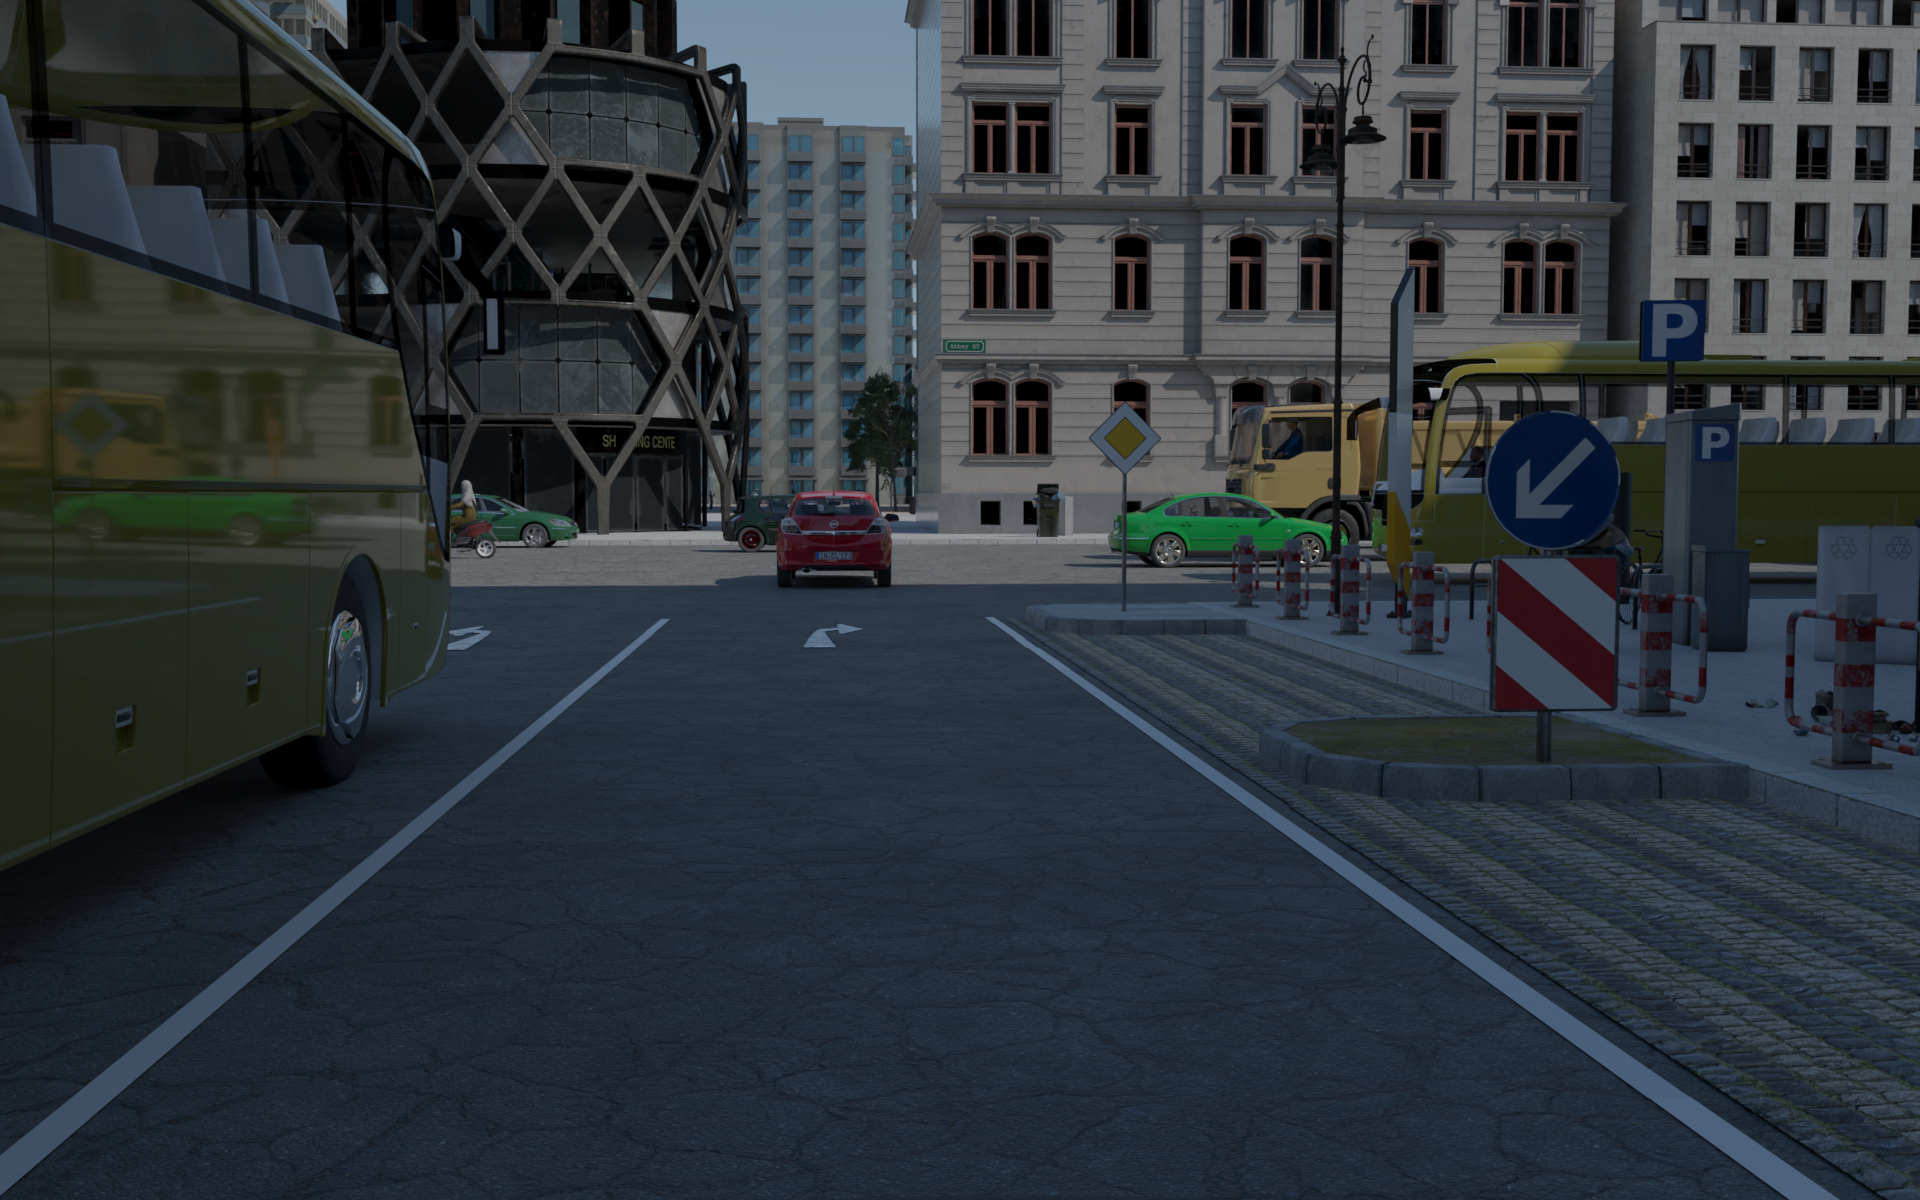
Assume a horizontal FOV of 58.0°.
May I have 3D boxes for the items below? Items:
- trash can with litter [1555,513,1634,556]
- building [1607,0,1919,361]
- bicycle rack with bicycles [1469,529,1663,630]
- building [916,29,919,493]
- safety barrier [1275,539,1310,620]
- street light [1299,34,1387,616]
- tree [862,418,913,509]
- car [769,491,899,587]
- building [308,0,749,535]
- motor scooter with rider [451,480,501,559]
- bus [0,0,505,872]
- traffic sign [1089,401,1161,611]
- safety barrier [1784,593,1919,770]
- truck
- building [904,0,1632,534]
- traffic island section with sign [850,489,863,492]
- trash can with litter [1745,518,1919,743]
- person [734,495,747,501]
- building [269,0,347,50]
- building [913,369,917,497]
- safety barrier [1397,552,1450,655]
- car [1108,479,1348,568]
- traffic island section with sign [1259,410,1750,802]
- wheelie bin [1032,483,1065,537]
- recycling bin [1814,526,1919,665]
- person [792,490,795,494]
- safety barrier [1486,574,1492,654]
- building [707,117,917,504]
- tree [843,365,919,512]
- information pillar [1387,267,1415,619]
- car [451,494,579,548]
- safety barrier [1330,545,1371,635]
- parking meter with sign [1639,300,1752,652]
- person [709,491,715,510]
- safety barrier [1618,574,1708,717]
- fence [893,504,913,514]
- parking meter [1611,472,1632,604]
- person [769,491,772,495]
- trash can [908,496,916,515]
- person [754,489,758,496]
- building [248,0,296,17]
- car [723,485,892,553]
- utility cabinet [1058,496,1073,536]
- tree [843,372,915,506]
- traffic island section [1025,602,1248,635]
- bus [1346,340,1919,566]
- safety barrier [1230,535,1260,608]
[{"bbox_3d":[4.832,-0.152,13.868,1.055,1.170,0.624,-2,4,-35],"label":"trash can with litter"},{"bbox_3d":[30.291,-12.661,61.766,16.860,20.320,10.420,0,4,-5],"label":"building"},{"bbox_3d":[6.685,-0.259,17.615,2.925,0.926,2.852,-3,5,-40],"label":"bicycle rack with bicycles"},{"bbox_3d":[6.425,-37.796,159.971,21.231,58.520,28.212,0,4,-5],"label":"building"},{"bbox_3d":[3.397,-0.210,17.706,0.300,0.817,1.120,0,4,-5],"label":"safety barrier"},{"bbox_3d":[3.951,-2.770,18.071,0.468,5.910,1.993,0,4,-5],"label":"street light"},{"bbox_3d":[-6.106,-12.027,147.008,4.737,8.622,4.395,0,3,0],"label":"tree"},{"bbox_3d":[-2.046,-1.171,28.189,2.155,1.783,4.494,0,4,-4],"label":"car"},{"bbox_3d":[-15.927,-11.867,61.480,16.811,18.784,16.820,0,4,-5],"label":"building"},{"bbox_3d":[-11.204,-1.804,38.465,1.986,1.779,0.876,0,4,-3],"label":"motor scooter with rider"},{"bbox_3d":[-4.003,-0.837,5.231,2.896,3.916,12.252,0,4,-4],"label":"bus"},{"bbox_3d":[1.790,-0.932,18.881,0.795,2.450,0.064,0,4,-5],"label":"traffic sign"},{"bbox_3d":[4.194,0.376,8.123,0.300,0.817,1.120,0,4,-5],"label":"safety barrier"},{"bbox_3d":[9.912,-2.558,37.744,9.791,3.379,3.469,0,4,-3],"label":"truck"},{"bbox_3d":[9.880,-16.789,61.889,23.554,28.519,14.401,0,4,-5],"label":"building"},{"bbox_3d":[-10.617,-9.777,168.485,1.989,1.847,2.006,0,4,-5],"label":"traffic island section with sign"},{"bbox_3d":[5.233,0.100,9.415,1.678,1.210,2.233,-1,4,-10],"label":"trash can with litter"},{"bbox_3d":[-16.899,-7.712,134.599,1.348,1.822,0.705,1,4,9],"label":"person"},{"bbox_3d":[-55.629,-28.212,153.140,23.993,40.220,32.217,0,4,-5],"label":"building"},{"bbox_3d":[9.001,-23.481,228.957,28.899,21.520,27.650,0,4,-5],"label":"building"},{"bbox_3d":[3.710,0.024,13.885,0.300,0.817,1.120,0,4,-5],"label":"safety barrier"},{"bbox_3d":[5.316,-1.566,34.403,4.718,1.807,1.959,0,4,-4],"label":"car"},{"bbox_3d":[2.642,-0.021,8.976,1.989,1.847,2.006,0,4,-5],"label":"traffic island section with sign"},{"bbox_3d":[2.655,-2.673,51.603,0.980,1.594,0.693,0,4,-5],"label":"wheelie bin"},{"bbox_3d":[7.037,-0.052,13.403,0.722,1.027,0.722,2,4,27],"label":"recycling bin"},{"bbox_3d":[-16.905,-10.226,175.333,0.705,1.869,1.348,-3,4,-38],"label":"person"},{"bbox_3d":[3.871,0.141,11.974,0.300,0.817,1.120,0,4,-5],"label":"safety barrier"},{"bbox_3d":[-20.452,-36.909,223.077,30.456,49.044,23.786,0,4,-5],"label":"building"},{"bbox_3d":[-5.027,-11.737,126.316,7.601,10.594,8.767,0,4,-3],"label":"tree"},{"bbox_3d":[4.535,-1.618,17.817,0.183,3.616,0.504,2,4,34],"label":"information pillar"},{"bbox_3d":[-12.740,-2.126,46.558,4.920,1.459,2.131,0,4,-3],"label":"car"},{"bbox_3d":[3.556,-0.093,15.795,0.300,0.817,1.120,0,4,-5],"label":"safety barrier"},{"bbox_3d":[6.322,-1.135,14.824,0.543,3.016,1.738,0,4,5],"label":"parking meter with sign"},{"bbox_3d":[-22.448,-9.041,157.121,0.742,1.727,0.445,2,4,24],"label":"person"},{"bbox_3d":[4.035,0.259,10.040,0.300,0.817,1.120,0,4,-5],"label":"safety barrier"},{"bbox_3d":[-3.359,-5.620,107.259,2.069,0.683,0.278,3,4,36],"label":"fence"},{"bbox_3d":[7.664,-0.727,20.295,0.372,1.533,0.369,0,3,0],"label":"parking meter"},{"bbox_3d":[-21.991,-11.768,201.429,1.217,1.766,0.721,-1,4,-13],"label":"person"},{"bbox_3d":[-2.887,-5.940,108.777,0.748,1.137,0.748,0,3,0],"label":"trash can"},{"bbox_3d":[-14.577,-7.072,124.205,0.705,1.814,1.350,1,4,12],"label":"person"},{"bbox_3d":[-40.266,-13.811,59.097,30.059,22.955,16.112,0,4,-5],"label":"building"},{"bbox_3d":[-3.791,-2.041,43.154,4.222,1.686,2.009,0,4,-4],"label":"car"},{"bbox_3d":[3.218,-2.607,53.794,0.306,1.237,1.020,-1,4,-16],"label":"utility cabinet"},{"bbox_3d":[-8.341,-16.618,179.126,7.806,13.903,7.818,0,3,0],"label":"tree"},{"bbox_3d":[1.812,0.203,18.960,2.009,0.180,2.903,0,4,-5],"label":"traffic island section"},{"bbox_3d":[12.773,-2.260,28.504,12.252,3.916,2.896,0,4,-4],"label":"bus"},{"bbox_3d":[3.233,-0.328,19.630,0.300,0.817,1.120,0,4,-5],"label":"safety barrier"}]
